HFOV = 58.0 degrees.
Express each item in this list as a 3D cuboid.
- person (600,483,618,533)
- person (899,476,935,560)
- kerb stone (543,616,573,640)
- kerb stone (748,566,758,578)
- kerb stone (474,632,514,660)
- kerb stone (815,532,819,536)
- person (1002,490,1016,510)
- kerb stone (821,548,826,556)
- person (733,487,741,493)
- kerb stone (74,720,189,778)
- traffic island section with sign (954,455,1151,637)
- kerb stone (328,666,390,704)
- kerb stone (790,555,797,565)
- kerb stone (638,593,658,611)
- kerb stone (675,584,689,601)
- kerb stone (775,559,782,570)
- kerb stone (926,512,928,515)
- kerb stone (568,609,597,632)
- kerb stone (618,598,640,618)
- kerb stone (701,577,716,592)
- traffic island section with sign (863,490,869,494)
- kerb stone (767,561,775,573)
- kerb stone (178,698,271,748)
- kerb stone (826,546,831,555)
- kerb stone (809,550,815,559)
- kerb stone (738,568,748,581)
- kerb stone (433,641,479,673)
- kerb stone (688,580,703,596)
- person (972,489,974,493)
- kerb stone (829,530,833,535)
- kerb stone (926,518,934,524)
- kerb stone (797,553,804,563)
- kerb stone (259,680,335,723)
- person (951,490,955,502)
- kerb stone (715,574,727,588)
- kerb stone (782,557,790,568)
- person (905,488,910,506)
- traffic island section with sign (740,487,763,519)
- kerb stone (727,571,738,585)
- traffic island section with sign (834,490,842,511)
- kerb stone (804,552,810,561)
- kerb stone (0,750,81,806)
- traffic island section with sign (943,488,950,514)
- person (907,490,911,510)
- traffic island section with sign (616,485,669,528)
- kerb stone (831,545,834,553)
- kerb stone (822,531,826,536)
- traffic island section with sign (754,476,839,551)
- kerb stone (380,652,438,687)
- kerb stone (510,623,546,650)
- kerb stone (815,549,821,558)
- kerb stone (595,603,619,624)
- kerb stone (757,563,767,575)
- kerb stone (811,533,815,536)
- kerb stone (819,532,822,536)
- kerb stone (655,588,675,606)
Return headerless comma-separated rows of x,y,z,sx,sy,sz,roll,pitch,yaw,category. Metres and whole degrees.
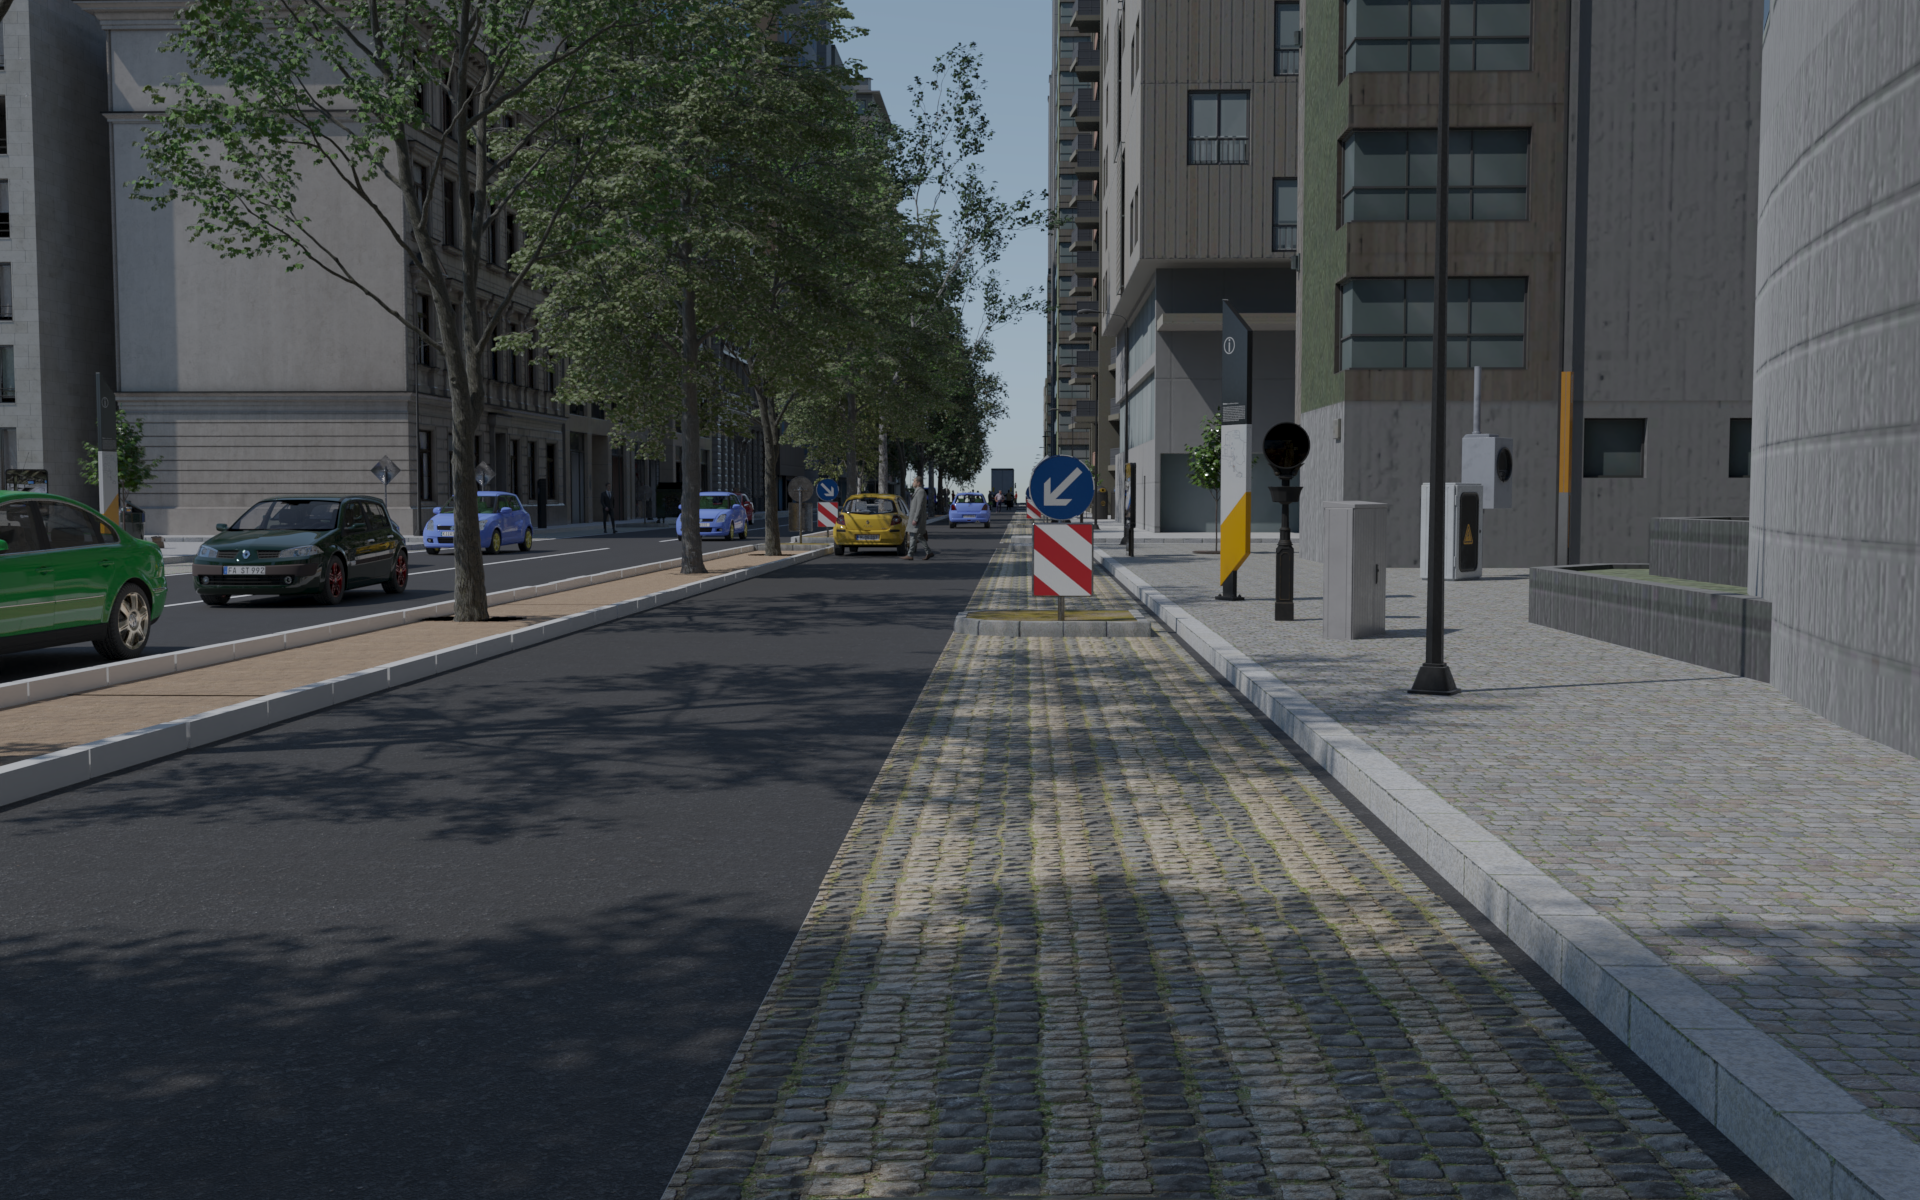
-12.792,-3.361,63.229,0.659,1.850,0.755,-3,4,-38,person
-0.932,-1.764,37.437,0.767,1.812,0.694,0,4,-1,person
-4.108,0.295,17.414,0.120,0.150,1.000,0,4,2,kerb stone
-3.645,-0.457,29.704,0.120,0.150,1.000,0,4,2,kerb stone
-4.191,0.417,15.371,0.120,0.150,1.000,0,4,2,kerb stone
-4.766,-2.058,55.908,0.120,0.150,1.000,0,4,2,kerb stone
4.334,-8.925,154.521,1.348,1.812,0.705,-1,4,-15,person
-3.265,-1.085,39.928,0.120,0.150,1.000,0,4,2,kerb stone
-12.648,-5.478,98.042,0.580,1.828,0.573,1,4,17,person
-4.423,0.793,9.230,0.120,0.150,1.000,0,4,2,kerb stone
0.948,-0.585,18.185,1.989,1.847,2.006,0,4,2,traffic island section with sign
-4.307,0.608,12.298,0.120,0.150,1.000,0,4,2,kerb stone
-3.459,-0.768,34.818,0.120,0.150,1.000,0,4,2,kerb stone
-3.952,0.046,21.520,0.120,0.150,1.000,0,4,2,kerb stone
-3.879,-0.077,23.574,0.120,0.150,1.000,0,4,2,kerb stone
-3.540,-0.642,32.770,0.120,0.150,1.000,0,4,2,kerb stone
-2.183,-6.259,124.558,0.120,0.150,1.000,0,4,2,kerb stone
-4.072,0.230,18.436,0.120,0.150,1.000,0,4,2,kerb stone
-3.989,0.104,20.491,0.120,0.150,1.000,0,4,2,kerb stone
-3.800,-0.209,25.617,0.120,0.150,1.000,0,4,2,kerb stone
-9.691,-10.445,179.399,1.989,1.847,2.006,0,4,2,traffic island section with sign
-3.570,-0.584,31.747,0.120,0.150,1.000,0,4,2,kerb stone
-4.376,0.730,10.254,0.120,0.150,1.000,0,4,2,kerb stone
-3.226,-1.142,40.950,0.120,0.150,1.000,0,4,2,kerb stone
-3.345,-0.956,37.883,0.120,0.150,1.000,0,4,2,kerb stone
-3.686,-0.397,28.682,0.120,0.150,1.000,0,4,2,kerb stone
-4.223,0.480,14.345,0.120,0.150,1.000,0,4,2,kerb stone
-3.842,-0.146,24.596,0.120,0.150,1.000,0,4,2,kerb stone
1.031,-7.836,136.621,1.348,1.824,0.705,0,4,1,person
-4.607,-2.312,59.996,0.120,0.150,1.000,0,4,2,kerb stone
-1.512,-3.937,86.573,0.120,0.150,1.000,0,4,2,kerb stone
-3.414,-0.834,35.839,0.120,0.150,1.000,0,4,2,kerb stone
-4.344,0.668,11.276,0.120,0.150,1.000,0,4,2,kerb stone
-0.641,-9.706,167.125,0.705,1.831,1.348,1,4,9,person
-3.768,-0.272,26.639,0.120,0.150,1.000,0,4,2,kerb stone
-3.488,-0.705,33.796,0.120,0.150,1.000,0,4,2,kerb stone
-3.353,-5.930,105.572,0.709,1.813,0.853,1,4,12,person
-12.612,-5.681,101.505,1.989,1.847,2.006,0,4,2,traffic island section with sign
-3.728,-0.330,27.661,0.120,0.150,1.000,0,4,2,kerb stone
-10.716,-8.763,151.905,1.989,1.847,2.006,0,4,2,traffic island section with sign
-3.379,-0.897,36.861,0.120,0.150,1.000,0,4,2,kerb stone
-4.455,0.856,8.207,0.120,0.150,1.000,0,4,2,kerb stone
-1.064,-7.259,126.818,2.006,1.907,1.989,0,4,2,traffic island section with sign
-3.952,-7.421,130.504,0.551,1.740,0.621,1,4,16,person
-13.626,-4.033,74.569,1.989,1.847,2.006,0,4,2,traffic island section with sign
-3.184,-1.200,41.981,0.120,0.150,1.000,0,4,2,kerb stone
-4.688,-2.187,57.950,0.120,0.150,1.000,0,4,2,kerb stone
-4.163,-2.214,44.330,2.006,1.907,1.989,0,4,2,traffic island section with sign
-4.262,0.543,13.324,0.120,0.150,1.000,0,4,2,kerb stone
-4.143,0.358,16.392,0.120,0.150,1.000,0,4,2,kerb stone
-3.302,-1.022,38.906,0.120,0.150,1.000,0,4,2,kerb stone
-4.033,0.167,19.461,0.120,0.150,1.000,0,4,2,kerb stone
-3.602,-0.522,30.726,0.120,0.150,1.000,0,4,2,kerb stone
-4.808,-1.999,54.887,0.120,0.150,1.000,0,4,2,kerb stone
-4.727,-2.124,56.929,0.120,0.150,1.000,0,4,2,kerb stone
-3.910,-0.021,22.547,0.120,0.150,1.000,0,4,2,kerb stone
